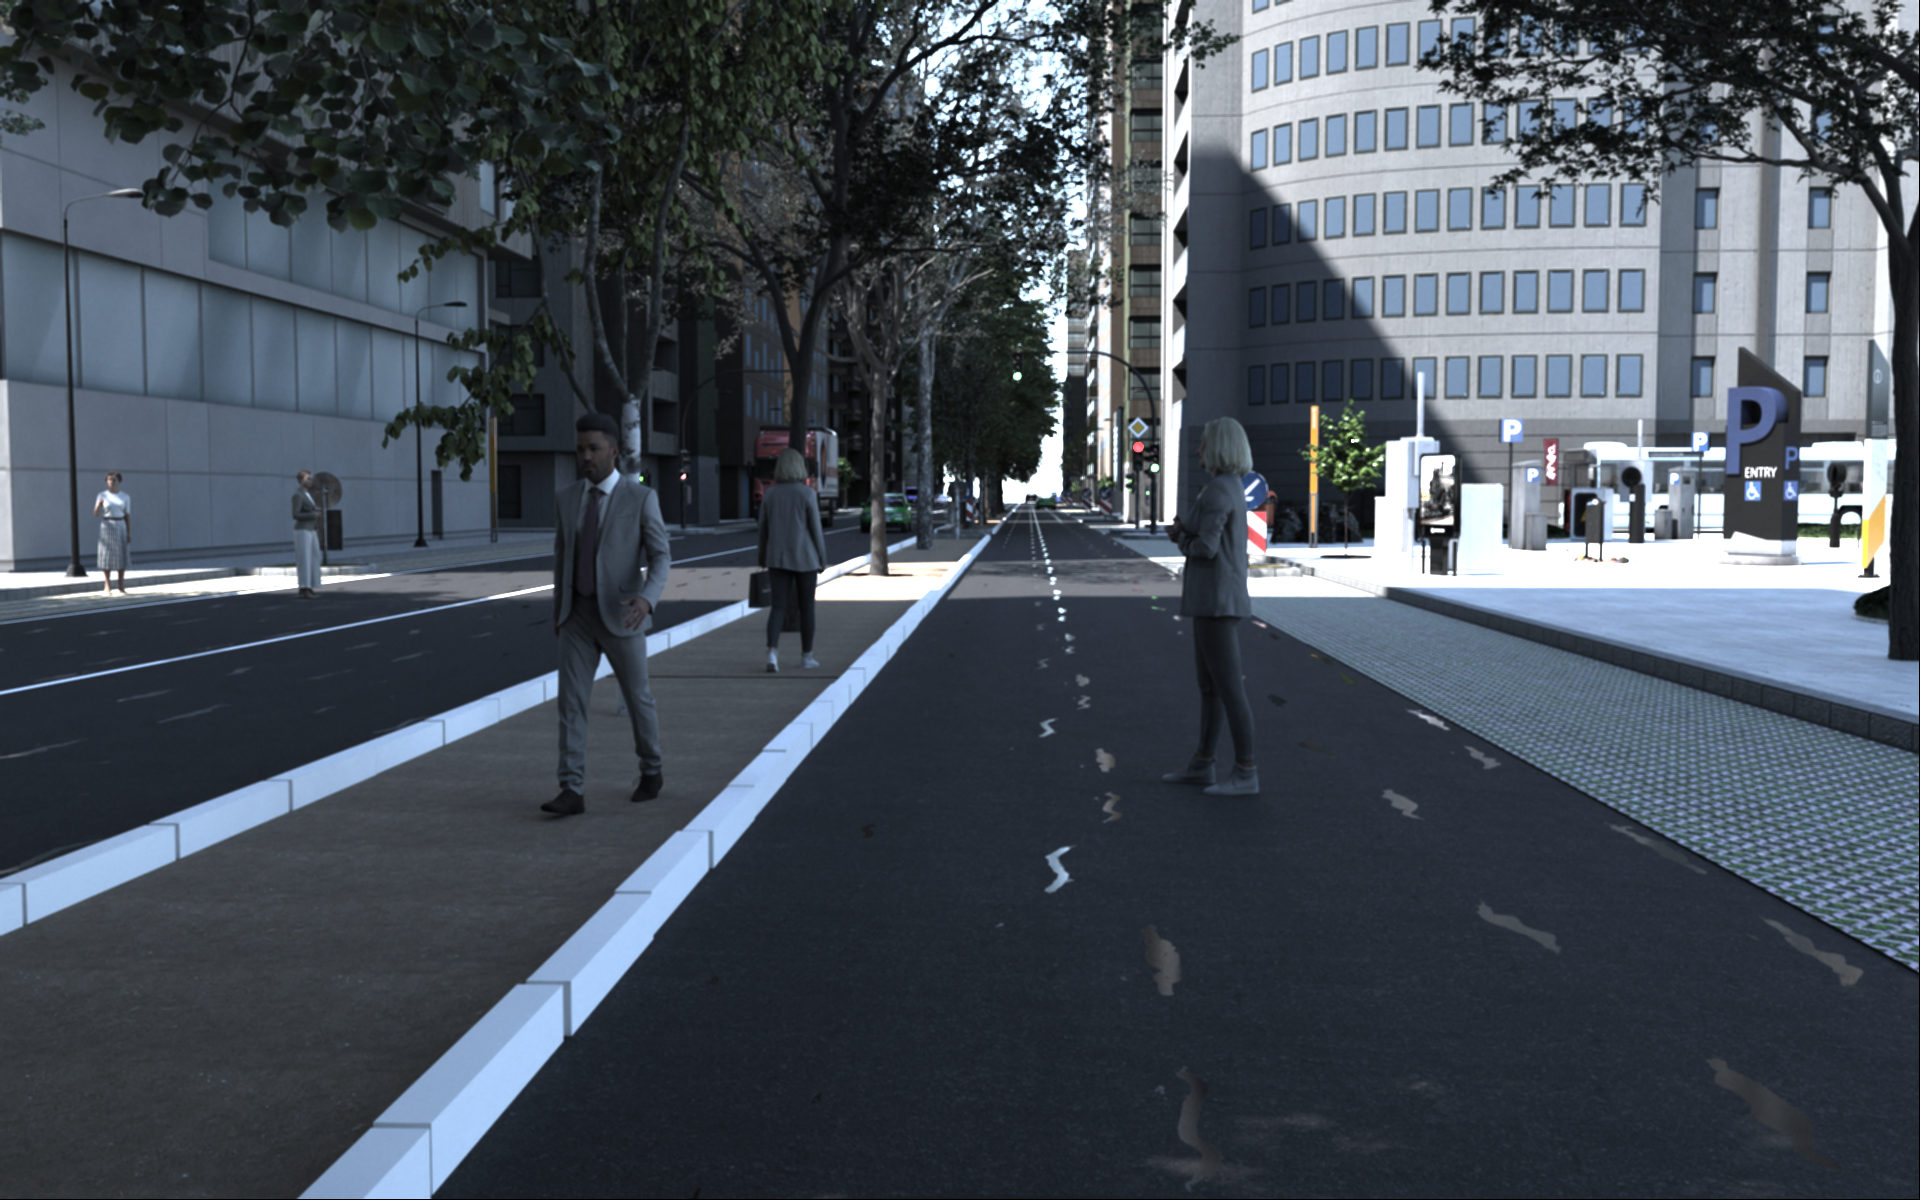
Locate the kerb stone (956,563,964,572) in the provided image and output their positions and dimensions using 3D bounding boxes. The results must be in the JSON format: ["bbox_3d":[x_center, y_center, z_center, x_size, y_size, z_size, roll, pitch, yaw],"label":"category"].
[{"bbox_3d":[-0.050,-0.515,30.725,0.120,0.150,1.000,0,4,2],"label":"kerb stone"}]

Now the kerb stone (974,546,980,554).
[{"bbox_3d":[0.318,-1.085,39.943,0.120,0.150,1.000,0,4,2],"label":"kerb stone"}]

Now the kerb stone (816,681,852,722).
[{"bbox_3d":[-0.828,0.671,11.236,0.120,0.150,1.000,0,4,2],"label":"kerb stone"}]

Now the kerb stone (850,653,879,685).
[{"bbox_3d":[-0.741,0.545,13.287,0.120,0.150,1.000,0,4,2],"label":"kerb stone"}]

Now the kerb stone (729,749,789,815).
[{"bbox_3d":[-0.949,0.864,8.159,0.120,0.150,1.000,0,4,2],"label":"kerb stone"}]

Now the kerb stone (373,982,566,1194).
[{"bbox_3d":[-1.118,1.111,4.035,0.120,0.150,1.000,0,4,2],"label":"kerb stone"}]

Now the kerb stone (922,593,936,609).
[{"bbox_3d":[-0.414,0.043,21.499,0.120,0.150,1.000,0,4,2],"label":"kerb stone"}]

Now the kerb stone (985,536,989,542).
[{"bbox_3d":[0.686,-1.650,49.166,0.120,0.150,1.000,0,4,2],"label":"kerb stone"}]

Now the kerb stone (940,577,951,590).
[{"bbox_3d":[-0.260,-0.208,25.597,0.120,0.150,1.000,0,4,2],"label":"kerb stone"}]

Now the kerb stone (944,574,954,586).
[{"bbox_3d":[-0.210,-0.263,26.619,0.120,0.150,1.000,0,4,2],"label":"kerb stone"}]

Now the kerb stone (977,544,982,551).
[{"bbox_3d":[0.402,-1.210,41.999,0.120,0.150,1.000,0,4,2],"label":"kerb stone"}]

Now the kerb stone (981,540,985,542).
[{"bbox_3d":[0.523,-1.399,45.063,0.120,0.150,1.000,0,4,2],"label":"kerb stone"}]

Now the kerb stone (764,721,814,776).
[{"bbox_3d":[-0.912,0.795,9.190,0.120,0.150,1.000,0,4,2],"label":"kerb stone"}]

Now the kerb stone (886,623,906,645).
[{"bbox_3d":[-0.626,0.357,16.361,0.120,0.150,1.000,0,4,2],"label":"kerb stone"}]

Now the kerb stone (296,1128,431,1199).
[{"bbox_3d":[-1.154,1.175,3.014,0.120,0.150,1.000,0,4,2],"label":"kerb stone"}]

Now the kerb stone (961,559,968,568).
[{"bbox_3d":[0.024,-0.641,32.770,0.120,0.150,1.000,0,4,2],"label":"kerb stone"}]

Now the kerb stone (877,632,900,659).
[{"bbox_3d":[-0.654,0.422,15.332,0.120,0.150,1.000,0,4,2],"label":"kerb stone"}]

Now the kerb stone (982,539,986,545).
[{"bbox_3d":[0.560,-1.461,46.085,0.120,0.150,1.000,0,4,2],"label":"kerb stone"}]

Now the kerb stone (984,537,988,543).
[{"bbox_3d":[0.645,-1.587,48.137,0.120,0.150,1.000,0,4,2],"label":"kerb stone"}]

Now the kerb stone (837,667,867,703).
[{"bbox_3d":[-0.784,0.616,12.258,0.120,0.150,1.000,0,4,2],"label":"kerb stone"}]

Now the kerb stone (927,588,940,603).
[{"bbox_3d":[-0.374,-0.020,22.525,0.120,0.150,1.000,0,4,2],"label":"kerb stone"}]

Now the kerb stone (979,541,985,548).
[{"bbox_3d":[0.493,-1.336,44.041,0.120,0.150,1.000,0,4,2],"label":"kerb stone"}]

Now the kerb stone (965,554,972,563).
[{"bbox_3d":[0.116,-0.772,34.818,0.120,0.150,1.000,0,4,2],"label":"kerb stone"}]

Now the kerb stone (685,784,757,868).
[{"bbox_3d":[-0.983,0.926,7.126,0.120,0.150,1.000,0,4,2],"label":"kerb stone"}]

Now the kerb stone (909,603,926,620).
[{"bbox_3d":[-0.505,0.169,19.433,0.120,0.150,1.000,0,4,2],"label":"kerb stone"}]

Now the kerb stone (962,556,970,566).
[{"bbox_3d":[0.073,-0.710,33.797,0.120,0.150,1.000,0,4,2],"label":"kerb stone"}]

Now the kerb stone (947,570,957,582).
[{"bbox_3d":[-0.169,-0.333,27.652,0.120,0.150,1.000,0,4,2],"label":"kerb stone"}]

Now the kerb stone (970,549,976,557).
[{"bbox_3d":[0.230,-0.960,37.891,0.120,0.150,1.000,0,4,2],"label":"kerb stone"}]

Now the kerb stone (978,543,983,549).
[{"bbox_3d":[0.444,-1.274,43.020,0.120,0.150,1.000,0,4,2],"label":"kerb stone"}]

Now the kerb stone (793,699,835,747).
[{"bbox_3d":[-0.869,0.734,10.212,0.120,0.150,1.000,0,4,2],"label":"kerb stone"}]

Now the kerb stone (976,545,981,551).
[{"bbox_3d":[0.356,-1.148,40.969,0.120,0.150,1.000,0,4,2],"label":"kerb stone"}]

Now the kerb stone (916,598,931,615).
[{"bbox_3d":[-0.459,0.109,20.469,0.120,0.150,1.000,0,4,2],"label":"kerb stone"}]

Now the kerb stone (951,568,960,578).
[{"bbox_3d":[-0.130,-0.393,28.682,0.120,0.150,1.000,0,4,2],"label":"kerb stone"}]

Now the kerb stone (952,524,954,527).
[{"bbox_3d":[-0.457,-3.128,73.343,0.120,0.150,1.000,0,4,2],"label":"kerb stone"}]

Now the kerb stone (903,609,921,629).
[{"bbox_3d":[-0.538,0.234,18.412,0.120,0.150,1.000,0,4,2],"label":"kerb stone"}]

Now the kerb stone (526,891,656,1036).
[{"bbox_3d":[-1.067,1.050,5.075,0.120,0.150,1.000,0,4,2],"label":"kerb stone"}]

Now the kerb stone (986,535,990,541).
[{"bbox_3d":[0.724,-1.712,50.188,0.120,0.150,1.000,0,4,2],"label":"kerb stone"}]

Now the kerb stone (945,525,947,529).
[{"bbox_3d":[-0.701,-2.753,67.213,0.120,0.150,1.000,0,4,2],"label":"kerb stone"}]

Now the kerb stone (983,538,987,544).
[{"bbox_3d":[0.601,-1.523,47.115,0.120,0.150,1.000,0,4,2],"label":"kerb stone"}]

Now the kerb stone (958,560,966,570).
[{"bbox_3d":[-0.010,-0.584,31.747,0.120,0.150,1.000,0,4,2],"label":"kerb stone"}]

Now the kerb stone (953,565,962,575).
[{"bbox_3d":[-0.091,-0.455,29.703,0.120,0.150,1.000,0,4,2],"label":"kerb stone"}]

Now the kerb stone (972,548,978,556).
[{"bbox_3d":[0.281,-1.022,38.912,0.120,0.150,1.000,0,4,2],"label":"kerb stone"}]

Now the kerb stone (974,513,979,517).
[{"bbox_3d":[1.172,-5.631,114.328,0.120,0.150,1.000,0,4,2],"label":"kerb stone"}]

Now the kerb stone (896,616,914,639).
[{"bbox_3d":[-0.578,0.294,17.387,0.120,0.150,1.000,0,4,2],"label":"kerb stone"}]

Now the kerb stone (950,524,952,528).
[{"bbox_3d":[-0.534,-3.003,71.300,0.120,0.150,1.000,0,4,2],"label":"kerb stone"}]

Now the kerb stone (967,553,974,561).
[{"bbox_3d":[0.154,-0.835,35.845,0.120,0.150,1.000,0,4,2],"label":"kerb stone"}]

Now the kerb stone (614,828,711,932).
[{"bbox_3d":[-1.037,0.985,6.096,0.120,0.150,1.000,0,4,2],"label":"kerb stone"}]

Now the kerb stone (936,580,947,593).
[{"bbox_3d":[-0.300,-0.143,24.573,0.120,0.150,1.000,0,4,2],"label":"kerb stone"}]

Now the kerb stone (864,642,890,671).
[{"bbox_3d":[-0.702,0.482,14.310,0.120,0.150,1.000,0,4,2],"label":"kerb stone"}]

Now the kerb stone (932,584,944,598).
[{"bbox_3d":[-0.342,-0.079,23.552,0.120,0.150,1.000,0,4,2],"label":"kerb stone"}]

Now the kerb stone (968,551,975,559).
[{"bbox_3d":[0.195,-0.897,36.869,0.120,0.150,1.000,0,4,2],"label":"kerb stone"}]
